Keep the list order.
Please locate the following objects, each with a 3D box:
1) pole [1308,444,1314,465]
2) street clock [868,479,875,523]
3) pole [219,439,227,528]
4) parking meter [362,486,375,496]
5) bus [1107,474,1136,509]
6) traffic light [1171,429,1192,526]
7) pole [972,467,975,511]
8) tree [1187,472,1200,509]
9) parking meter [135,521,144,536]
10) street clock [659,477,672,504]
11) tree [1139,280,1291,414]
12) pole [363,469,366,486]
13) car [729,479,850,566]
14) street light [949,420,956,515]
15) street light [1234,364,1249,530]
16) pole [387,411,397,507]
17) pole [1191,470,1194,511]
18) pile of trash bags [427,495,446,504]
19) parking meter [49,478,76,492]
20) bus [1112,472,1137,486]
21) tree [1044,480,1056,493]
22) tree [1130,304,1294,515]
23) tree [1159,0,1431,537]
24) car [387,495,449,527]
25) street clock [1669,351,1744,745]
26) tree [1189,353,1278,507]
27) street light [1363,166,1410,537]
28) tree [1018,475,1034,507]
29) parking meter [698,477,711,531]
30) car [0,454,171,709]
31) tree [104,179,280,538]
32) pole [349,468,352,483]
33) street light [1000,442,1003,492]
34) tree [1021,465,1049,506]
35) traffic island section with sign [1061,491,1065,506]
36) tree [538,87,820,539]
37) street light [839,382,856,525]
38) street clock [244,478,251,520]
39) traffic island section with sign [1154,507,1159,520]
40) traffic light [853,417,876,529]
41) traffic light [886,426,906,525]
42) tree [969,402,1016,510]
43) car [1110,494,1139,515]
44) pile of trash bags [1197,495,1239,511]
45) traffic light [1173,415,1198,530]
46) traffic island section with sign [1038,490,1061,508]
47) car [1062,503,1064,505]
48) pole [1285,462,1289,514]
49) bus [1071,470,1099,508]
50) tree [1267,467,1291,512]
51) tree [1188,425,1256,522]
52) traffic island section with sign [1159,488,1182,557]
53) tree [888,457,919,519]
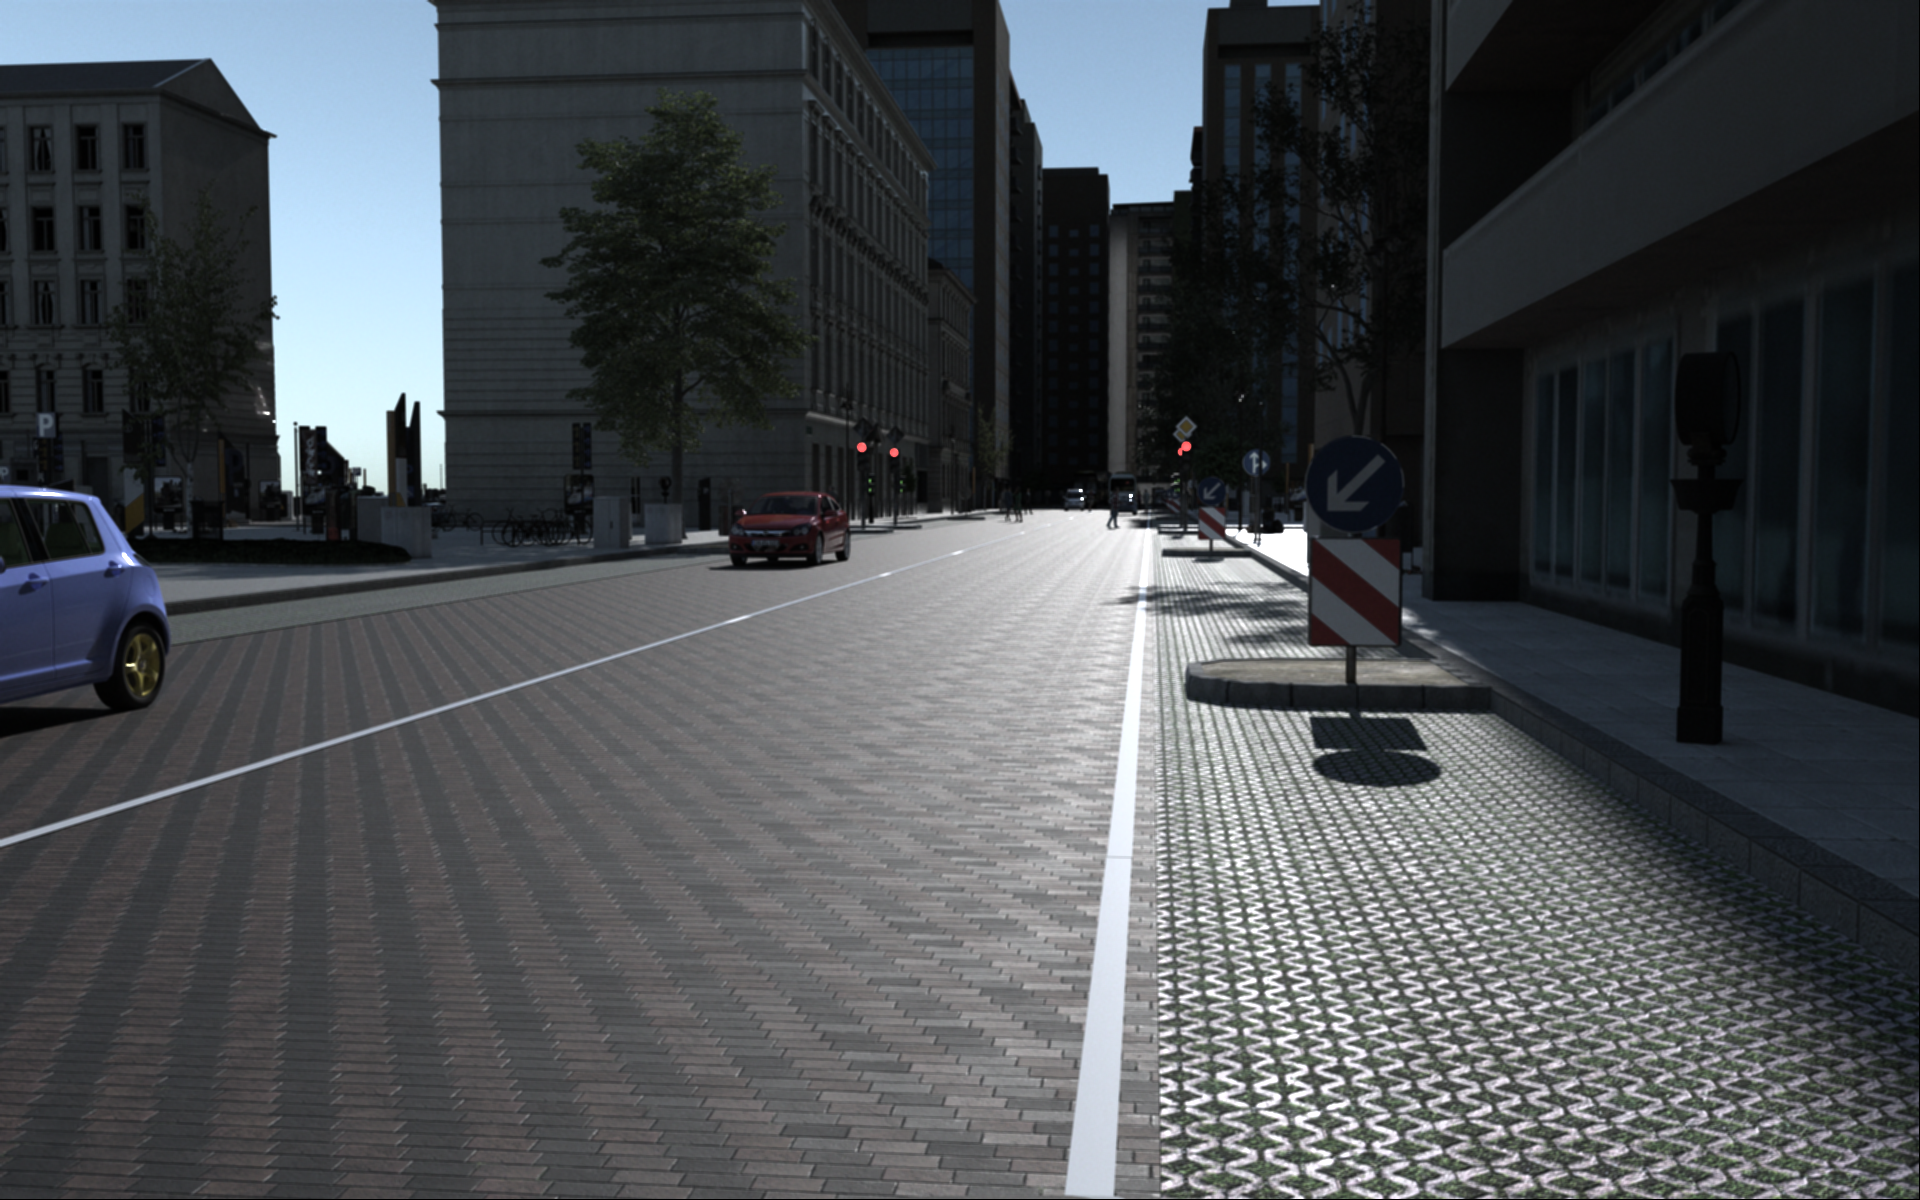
[{"bbox_3d":[14.234,-4.676,70.292,0.158,3.312,0.155,0,3,0],"label":"pole"},{"bbox_3d":[-3.893,-4.366,75.960,0.358,2.002,0.471,0,4,8],"label":"street clock"},{"bbox_3d":[-27.569,-4.336,64.744,0.158,3.312,0.155,0,3,0],"label":"pole"},{"bbox_3d":[-17.875,-2.691,52.412,0.372,1.533,0.369,0,3,0],"label":"parking meter"},{"bbox_3d":[15.761,-10.629,168.649,2.948,3.499,13.247,0,4,5],"label":"bus"},{"bbox_3d":[8.949,-4.957,69.970,0.839,4.253,0.868,0,4,6],"label":"traffic light"},{"bbox_3d":[1.020,-8.341,130.220,0.158,3.312,0.155,0,3,0],"label":"pole"},{"bbox_3d":[20.543,-9.553,150.799,1.663,3.219,1.824,0,3,0],"label":"tree"},{"bbox_3d":[-25.301,-2.741,53.219,0.372,1.533,0.369,0,3,0],"label":"parking meter"},{"bbox_3d":[-12.191,-4.104,71.665,0.471,2.002,0.358,1,4,20],"label":"street clock"},{"bbox_3d":[20.914,-17.460,141.361,12.611,20.169,13.585,0,3,0],"label":"tree"},{"bbox_3d":[-47.997,-8.921,139.708,0.158,3.312,0.155,0,3,0],"label":"pole"},{"bbox_3d":[-3.491,-1.644,35.919,2.155,1.783,4.494,0,4,8],"label":"car"},{"bbox_3d":[-0.486,-8.309,108.637,0.468,5.910,1.993,0,4,6],"label":"street light"},{"bbox_3d":[9.970,-5.423,61.458,0.468,5.910,1.993,0,4,6],"label":"street light"},{"bbox_3d":[-13.921,-2.974,42.474,0.158,3.312,0.155,0,3,0],"label":"pole"},{"bbox_3d":[17.895,-8.540,133.477,0.158,3.312,0.155,0,3,0],"label":"pole"},{"bbox_3d":[-34.135,-6.412,114.586,1.912,1.369,3.447,1,4,13],"label":"pile of trash bags"},{"bbox_3d":[-14.164,-1.159,27.366,0.372,1.533,0.369,0,3,0],"label":"parking meter"},{"bbox_3d":[17.836,-12.105,189.461,2.896,3.916,12.252,0,4,6],"label":"bus"},{"bbox_3d":[11.245,-13.963,222.896,1.663,3.219,1.824,0,3,0],"label":"tree"},{"bbox_3d":[14.899,-11.450,104.209,9.611,12.733,9.660,0,3,0],"label":"tree"},{"bbox_3d":[7.473,-6.044,33.236,8.767,10.594,7.601,2,4,32],"label":"tree"},{"bbox_3d":[-23.088,-3.570,70.367,4.499,1.417,2.014,1,4,8],"label":"car"},{"bbox_3d":[3.830,-0.265,8.910,0.358,2.002,0.471,2,4,35],"label":"street clock"},{"bbox_3d":[14.132,-8.580,90.653,4.360,8.622,3.978,0,3,0],"label":"tree"},{"bbox_3d":[6.080,-3.183,24.834,0.468,5.910,1.993,0,4,6],"label":"street light"},{"bbox_3d":[6.753,-11.128,176.541,1.663,3.219,1.824,0,3,0],"label":"tree"},{"bbox_3d":[-8.970,-3.366,60.741,0.399,1.863,0.255,-2,4,-31],"label":"parking meter"},{"bbox_3d":[-6.373,-0.045,10.330,1.945,1.707,3.694,0,4,4],"label":"car"},{"bbox_3d":[-18.271,-5.540,40.943,4.737,8.622,4.395,0,3,0],"label":"tree"},{"bbox_3d":[-47.773,-8.678,135.721,0.158,3.312,0.155,0,3,0],"label":"pole"},{"bbox_3d":[3.527,-10.570,145.610,0.468,5.910,1.993,0,4,6],"label":"street light"},{"bbox_3d":[8.347,-12.791,192.854,4.285,4.588,4.351,0,3,0],"label":"tree"},{"bbox_3d":[11.761,-11.660,199.273,1.989,1.847,2.006,0,4,6],"label":"traffic island section with sign"},{"bbox_3d":[-7.832,-7.982,48.629,7.486,12.596,7.792,0,3,0],"label":"tree"},{"bbox_3d":[-4.659,-6.053,71.749,0.468,5.910,1.993,0,4,6],"label":"street light"},{"bbox_3d":[-33.059,-4.630,80.273,0.358,2.002,0.471,0,4,4],"label":"street clock"},{"bbox_3d":[11.752,-5.285,95.035,1.989,1.847,2.006,0,4,6],"label":"traffic island section with sign"},{"bbox_3d":[-3.520,-4.549,63.292,0.839,4.253,0.868,0,4,6],"label":"traffic light"},{"bbox_3d":[-2.644,-5.034,71.229,0.839,4.253,0.868,0,4,6],"label":"traffic light"},{"bbox_3d":[2.223,-11.531,138.897,4.360,8.622,3.978,0,3,0],"label":"tree"},{"bbox_3d":[11.211,-6.503,118.330,2.014,1.417,4.499,0,4,8],"label":"car"},{"bbox_3d":[19.643,-7.447,131.516,3.447,1.369,1.912,1,4,17],"label":"pile of trash bags"},{"bbox_3d":[8.073,-4.472,62.033,0.839,4.253,0.868,0,4,6],"label":"traffic light"},{"bbox_3d":[8.806,-10.022,172.479,1.989,1.847,2.006,0,4,6],"label":"traffic island section with sign"},{"bbox_3d":[13.652,-12.779,218.533,1.945,1.707,3.694,0,4,5],"label":"car"},{"bbox_3d":[21.042,-7.194,111.458,0.158,3.312,0.155,0,3,0],"label":"pole"},{"bbox_3d":[13.285,-11.755,183.737,2.896,3.916,12.252,0,4,4],"label":"bus"},{"bbox_3d":[22.952,-7.886,123.531,1.663,3.219,1.824,0,3,0],"label":"tree"},{"bbox_3d":[12.442,-5.975,81.413,4.285,4.588,4.351,0,3,0],"label":"tree"},{"bbox_3d":[5.672,-1.916,39.952,1.989,1.847,2.006,0,4,6],"label":"traffic island section with sign"},{"bbox_3d":[-2.735,-5.870,90.574,1.663,3.219,1.824,0,3,0],"label":"tree"}]
